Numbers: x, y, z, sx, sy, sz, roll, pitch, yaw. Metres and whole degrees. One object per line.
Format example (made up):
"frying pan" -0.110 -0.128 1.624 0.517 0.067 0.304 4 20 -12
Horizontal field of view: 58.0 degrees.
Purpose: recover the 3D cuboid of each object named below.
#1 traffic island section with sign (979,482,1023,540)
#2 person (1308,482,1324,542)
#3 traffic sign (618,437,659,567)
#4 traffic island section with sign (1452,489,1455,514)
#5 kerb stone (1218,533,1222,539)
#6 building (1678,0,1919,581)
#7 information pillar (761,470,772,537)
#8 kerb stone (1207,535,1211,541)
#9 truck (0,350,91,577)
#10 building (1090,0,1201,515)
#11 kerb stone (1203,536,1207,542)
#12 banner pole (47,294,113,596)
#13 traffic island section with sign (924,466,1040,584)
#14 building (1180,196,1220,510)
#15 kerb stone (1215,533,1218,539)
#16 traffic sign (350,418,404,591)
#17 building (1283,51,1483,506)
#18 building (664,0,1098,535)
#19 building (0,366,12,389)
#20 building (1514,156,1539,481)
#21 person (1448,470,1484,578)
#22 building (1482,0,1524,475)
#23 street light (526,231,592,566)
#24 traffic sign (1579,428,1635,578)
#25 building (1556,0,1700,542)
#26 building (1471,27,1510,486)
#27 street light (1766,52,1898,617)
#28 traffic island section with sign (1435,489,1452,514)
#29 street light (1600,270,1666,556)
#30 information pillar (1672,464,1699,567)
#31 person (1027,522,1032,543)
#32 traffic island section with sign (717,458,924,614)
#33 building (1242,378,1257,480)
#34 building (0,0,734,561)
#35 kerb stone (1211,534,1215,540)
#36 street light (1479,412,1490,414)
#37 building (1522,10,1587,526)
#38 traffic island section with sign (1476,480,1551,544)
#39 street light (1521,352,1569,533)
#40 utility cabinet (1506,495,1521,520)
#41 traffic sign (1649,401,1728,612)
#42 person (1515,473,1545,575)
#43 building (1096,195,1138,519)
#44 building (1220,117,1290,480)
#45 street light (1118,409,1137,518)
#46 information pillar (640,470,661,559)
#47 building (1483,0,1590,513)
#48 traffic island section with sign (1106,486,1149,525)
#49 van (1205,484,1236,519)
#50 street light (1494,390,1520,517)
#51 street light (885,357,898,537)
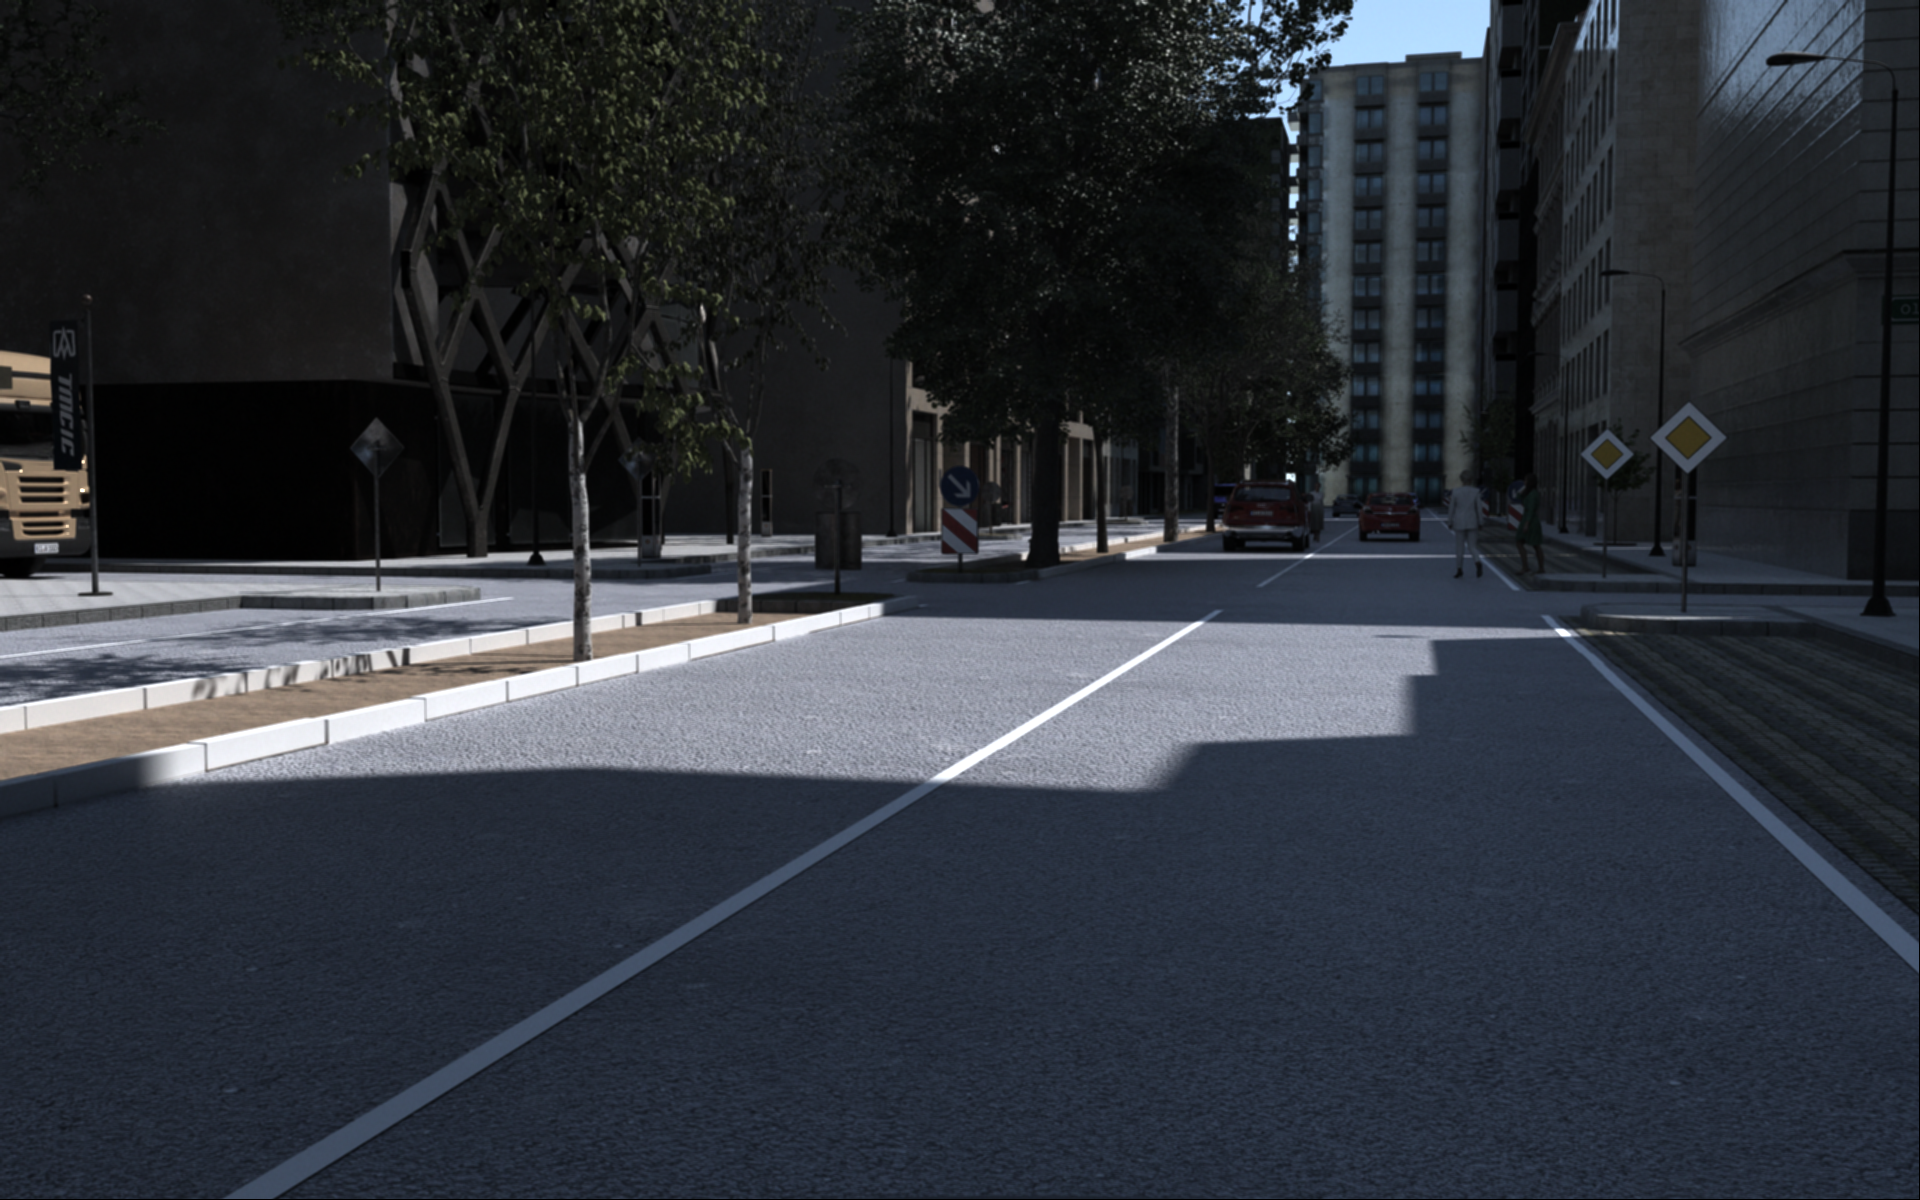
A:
"traffic island section with sign" 0.902 -2.808 54.541 1.989 1.847 2.006 1 4 15
"person" 10.758 -2.664 52.285 0.478 1.798 0.641 1 4 16
"traffic sign" -5.657 -1.644 30.515 0.795 2.450 0.064 1 4 15
"traffic island section with sign" 23.011 -4.173 76.855 1.989 1.847 2.006 1 4 15
"kerb stone" 8.212 -2.040 55.587 0.120 0.150 1.000 1 4 15
"building" 35.950 -15.335 27.149 44.131 29.872 17.030 1 4 15
"information pillar" -5.796 -2.897 51.861 0.304 2.012 0.304 0 4 0
"kerb stone" 7.432 -1.855 52.611 0.120 0.150 1.000 1 4 15
"truck" -19.964 -2.510 29.951 11.283 4.237 2.839 1 4 15
"building" 4.678 -28.450 119.786 22.147 44.769 28.867 1 4 15
"kerb stone" 7.175 -1.799 51.617 0.120 0.150 1.000 1 4 15
"banner pole" -11.173 -1.951 21.915 0.863 3.779 0.401 1 4 20
"traffic island section with sign" 0.157 -1.259 28.715 2.006 1.907 1.989 1 4 15
"building" 13.332 -22.534 140.137 14.160 30.474 14.107 1 4 15
"kerb stone" 7.953 -1.978 54.597 0.120 0.150 1.000 1 4 15
"traffic sign" -7.669 -1.171 22.787 0.795 2.450 0.064 1 4 15
"building" 51.706 -34.949 191.021 30.456 49.044 23.786 1 4 15
"building" -6.707 -16.397 72.610 19.350 26.468 34.151 1 4 15
"building" -29.507 -22.076 15.567 28.867 44.769 22.147 1 4 15
"building" 35.461 -15.840 88.662 12.332 23.373 15.834 1 4 15
"person" 8.578 -1.279 29.285 0.514 1.842 0.818 0 4 -7
"building" 57.157 -33.701 140.250 28.713 52.752 27.495 1 4 15
"street light" -7.114 -3.569 30.897 1.470 5.913 1.316 1 4 15
"traffic sign" 9.866 -1.396 26.468 0.795 2.450 0.064 1 4 15
"building" 24.573 -12.117 52.871 10.420 20.320 16.860 1 4 15
"building" 56.020 -31.343 162.575 14.600 45.320 14.200 1 4 15
"street light" 9.173 -2.796 18.253 1.470 5.913 1.316 1 4 15
"traffic island section with sign" 35.625 -7.138 125.340 1.989 1.847 2.006 1 4 15
"street light" 13.931 -3.874 35.875 1.470 5.913 1.316 1 4 15
"information pillar" 12.877 -1.605 30.741 0.304 2.012 0.304 0 4 -5
"person" 2.170 -2.343 47.160 0.624 1.780 0.694 1 4 18
"traffic island section with sign" -1.719 -0.820 21.548 2.006 1.907 1.989 1 4 15
"building" 13.225 -19.812 168.973 28.899 21.520 27.650 1 4 15
"building" -14.444 -10.671 41.919 16.820 18.784 16.811 1 4 15
"kerb stone" 7.689 -1.921 53.600 0.120 0.150 1.000 1 4 15
"street light" 30.188 -7.699 98.422 1.470 5.913 1.316 1 4 15
"building" 29.681 -14.368 71.077 11.583 22.565 21.152 1 4 15
"traffic island section with sign" 16.221 -2.577 50.766 1.989 1.847 2.006 1 4 15
"street light" 19.255 -5.146 56.682 1.470 5.913 1.316 1 4 15
"utility cabinet" 27.049 -4.477 84.363 1.020 1.237 0.306 -3 4 -37
"traffic sign" 7.854 -0.923 18.739 0.795 2.450 0.064 1 4 15
"person" 9.994 -1.319 30.305 0.529 1.795 0.600 1 4 14
"building" 3.546 -14.794 96.638 10.420 20.320 16.860 1 4 15
"building" 29.066 -31.137 192.682 14.086 41.232 14.154 1 4 15
"street light" 9.271 -7.383 93.252 1.470 5.913 1.316 1 4 15
"information pillar" -6.174 -1.838 34.544 0.304 2.012 0.304 1 4 16
"building" 47.034 -41.510 116.938 20.563 71.187 20.611 1 4 15
"traffic island section with sign" 7.749 -4.416 80.835 1.989 1.847 2.006 1 4 15
"van" 15.380 -5.827 99.658 2.240 2.365 5.245 1 4 14
"street light" 24.697 -6.429 77.658 1.470 5.913 1.316 1 4 15
"street light" -1.530 -4.838 51.637 1.470 5.913 1.316 1 4 15
